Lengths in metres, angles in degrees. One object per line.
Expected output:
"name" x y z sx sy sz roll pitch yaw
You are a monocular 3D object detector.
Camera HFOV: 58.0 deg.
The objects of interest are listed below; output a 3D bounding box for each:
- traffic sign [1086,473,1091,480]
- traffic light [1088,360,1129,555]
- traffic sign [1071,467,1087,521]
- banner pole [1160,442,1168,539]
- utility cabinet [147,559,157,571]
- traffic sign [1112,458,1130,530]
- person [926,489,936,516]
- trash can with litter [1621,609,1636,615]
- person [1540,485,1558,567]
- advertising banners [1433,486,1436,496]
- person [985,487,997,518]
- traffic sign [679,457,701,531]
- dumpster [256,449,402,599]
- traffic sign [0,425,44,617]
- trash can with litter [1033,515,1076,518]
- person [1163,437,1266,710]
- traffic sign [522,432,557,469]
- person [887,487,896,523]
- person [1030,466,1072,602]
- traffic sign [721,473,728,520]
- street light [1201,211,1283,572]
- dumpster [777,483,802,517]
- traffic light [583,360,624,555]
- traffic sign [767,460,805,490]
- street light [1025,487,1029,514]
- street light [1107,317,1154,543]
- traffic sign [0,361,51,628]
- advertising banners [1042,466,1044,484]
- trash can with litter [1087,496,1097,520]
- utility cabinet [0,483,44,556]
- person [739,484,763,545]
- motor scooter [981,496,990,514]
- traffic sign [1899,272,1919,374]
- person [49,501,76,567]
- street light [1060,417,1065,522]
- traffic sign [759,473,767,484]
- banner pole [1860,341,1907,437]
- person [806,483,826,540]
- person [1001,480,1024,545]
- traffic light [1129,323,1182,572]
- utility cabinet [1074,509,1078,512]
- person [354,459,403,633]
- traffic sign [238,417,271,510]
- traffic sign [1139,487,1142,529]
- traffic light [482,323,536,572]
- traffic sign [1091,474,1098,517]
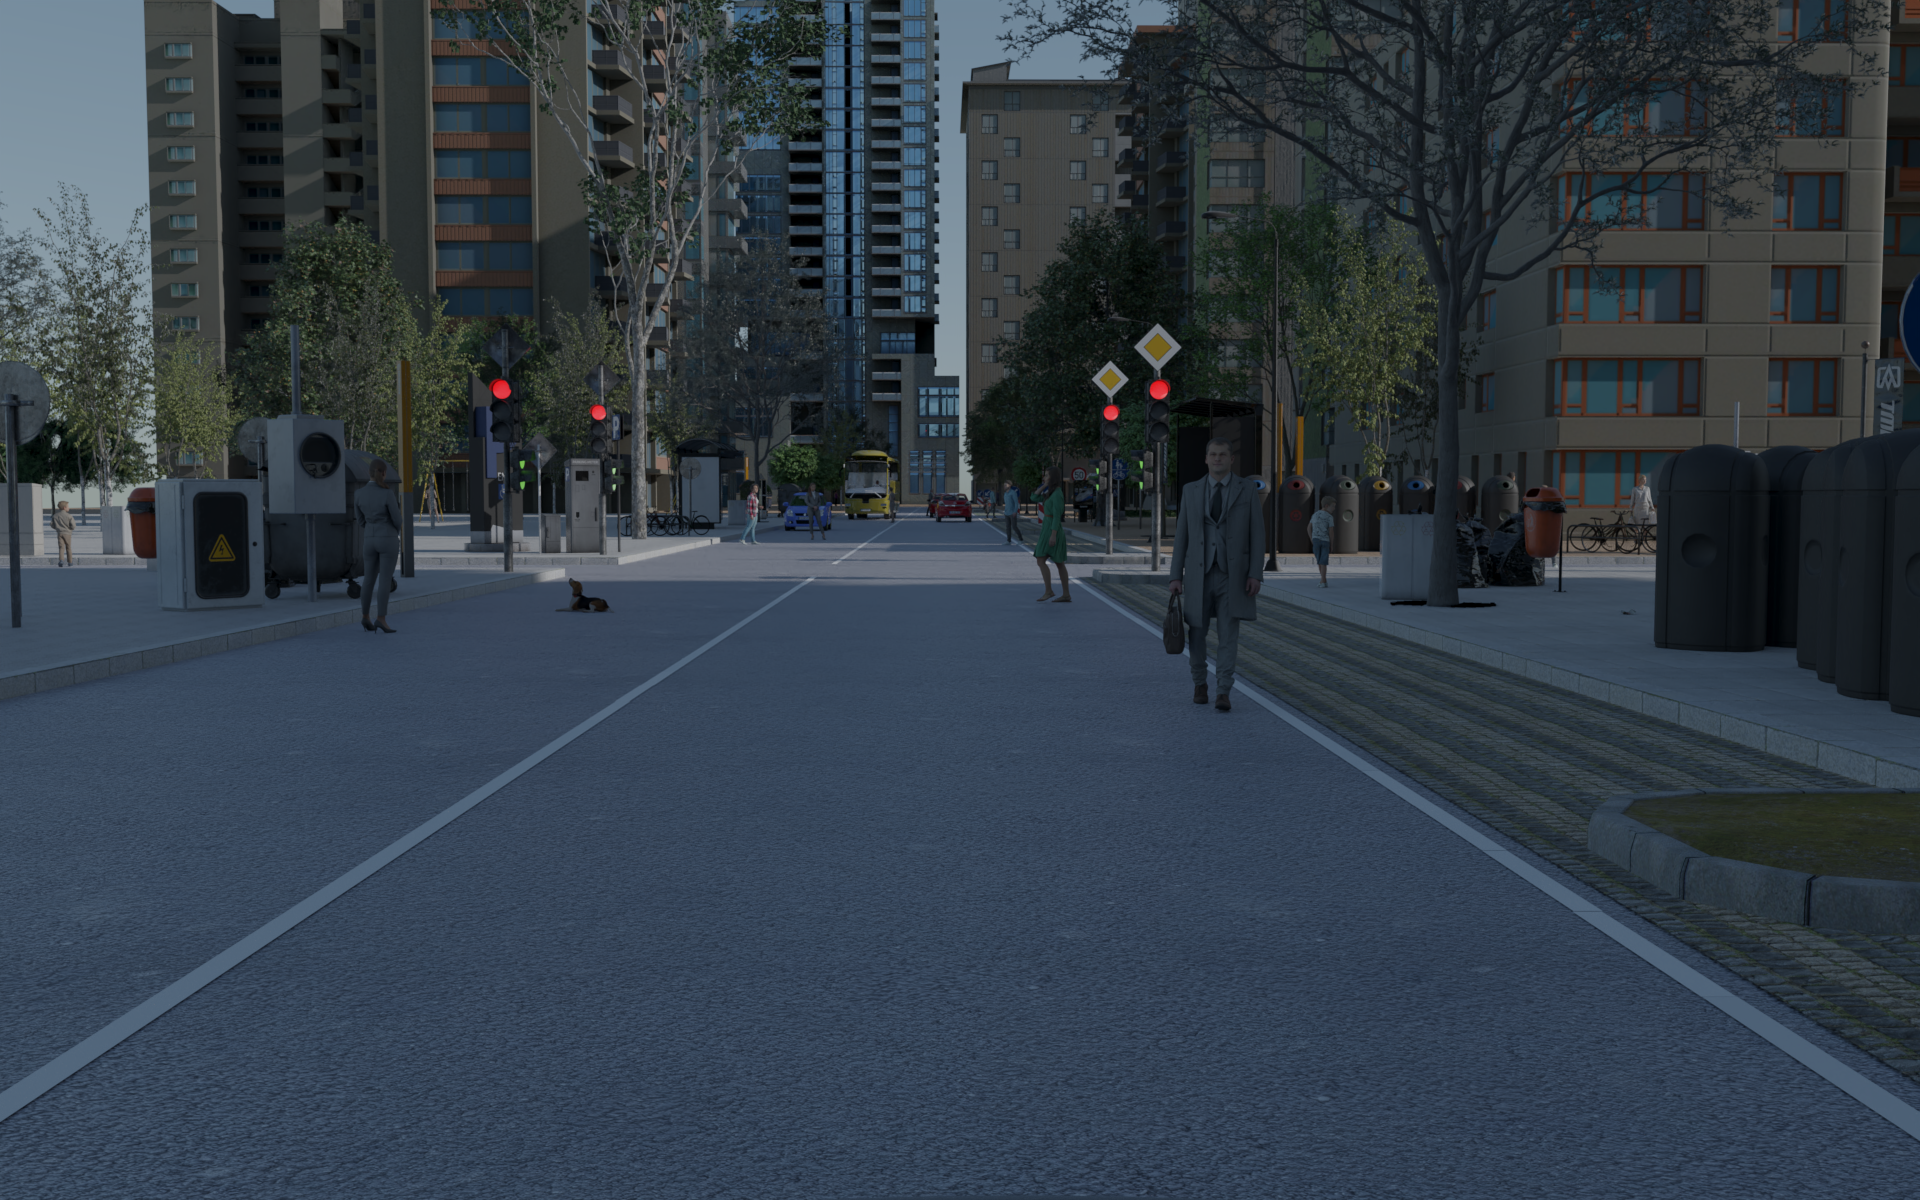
"traffic sign" 7.969 -6.482 105.706 0.795 2.593 0.064 0 4 4
"traffic light" 3.142 -2.915 36.586 0.839 4.253 0.868 0 4 -1
"traffic sign" 5.570 -4.954 81.112 0.768 2.556 0.104 0 4 5
"banner pole" 5.809 -3.630 49.363 0.401 3.779 0.863 0 4 -8
"utility cabinet" -13.223 -1.084 28.884 1.020 1.237 0.306 3 5 43
"traffic sign" 5.688 -3.785 61.986 0.768 2.556 0.104 0 4 7
"person" -1.794 -6.313 112.109 0.834 1.777 0.661 0 4 -1
"trash can with litter" 8.063 -0.420 17.930 2.233 1.210 1.678 3 5 41
"person" 11.026 -1.371 32.721 0.589 1.601 0.330 3 4 36
"advertising banners" 7.687 -1.914 27.482 0.090 3.025 2.074 1 4 23
"person" 1.865 -5.729 102.035 0.748 1.841 0.638 0 4 -1
"traffic sign" -9.356 -3.669 60.095 0.768 2.556 0.104 0 4 4
"dumpster" -7.917 -0.982 21.807 1.264 1.857 1.865 0 4 -1
"traffic sign" -9.859 -1.097 18.041 0.768 2.556 0.104 1 4 9
"trash can with litter" 5.197 -5.093 94.335 2.233 1.210 1.678 1 4 19
"person" 1.694 -0.185 11.626 0.694 1.812 0.767 1 4 16
"traffic sign" -8.911 -2.259 36.675 0.795 2.593 0.064 1 4 9
"person" -3.414 -4.738 86.302 0.374 1.781 0.599 2 4 27
"person" 1.239 -0.860 22.806 0.529 1.795 0.600 -1 4 -16
"traffic sign" -11.694 -5.072 85.055 0.606 2.300 0.079 0 4 4
"street light" 4.655 -3.429 28.604 1.470 5.913 1.316 0 4 -1
"dumpster" -9.395 -5.467 95.147 1.264 1.857 1.865 0 4 0
"traffic light" -7.519 -2.907 36.454 0.839 4.253 0.868 0 4 -1
"traffic sign" -10.373 -6.698 103.387 2.265 3.308 0.079 0 4 3
"street light" 3.782 -8.514 111.744 1.470 5.913 1.316 0 4 -1
"street light" 4.564 -4.467 45.569 1.470 5.913 1.316 0 4 -1
"traffic sign" -9.079 -1.008 16.588 0.768 2.556 0.104 0 4 4
"advertising banners" 4.489 -5.784 90.756 0.090 3.025 2.074 1 4 14
"trash can with litter" 6.675 -4.641 87.270 0.624 1.170 1.055 2 4 31
"utility cabinet" -19.538 -1.655 35.741 1.173 1.500 0.318 1 4 10
"person" -5.924 -2.433 49.123 0.643 1.720 0.563 0 4 6
"motor scooter" 1.922 -6.861 124.961 0.815 1.314 1.986 0 4 -1
"traffic sign" 5.207 -0.541 8.959 0.768 2.556 0.104 0 4 4
"person" -17.614 -1.299 34.013 0.475 1.303 0.640 -1 4 -20
"street light" 4.102 -6.486 78.586 1.470 5.913 1.316 0 4 -1
"traffic sign" -12.257 -6.524 106.667 0.884 2.594 0.081 0 4 5
"banner pole" 14.934 -2.337 28.226 0.401 3.779 0.863 -3 4 -37
"person" -4.527 -2.786 54.324 0.520 1.790 0.573 -3 5 -39
"person" 1.493 -2.459 48.730 0.620 1.820 0.660 -2 4 -34
"traffic light" 3.229 -2.427 28.601 0.839 4.253 0.868 0 4 -1
"utility cabinet" 7.577 -6.053 107.652 0.318 1.500 1.173 -3 4 -39
"person" -5.983 -0.560 17.933 0.520 1.790 0.573 0 4 0
"traffic sign" -11.541 -1.743 28.602 0.768 2.556 0.104 0 4 0
"traffic sign" 6.589 -3.855 63.142 0.768 2.556 0.104 0 4 6
"traffic light" -7.432 -2.419 28.470 0.839 4.253 0.868 0 4 -1
"traffic sign" 6.761 -5.092 85.385 0.606 2.300 0.079 0 4 3
